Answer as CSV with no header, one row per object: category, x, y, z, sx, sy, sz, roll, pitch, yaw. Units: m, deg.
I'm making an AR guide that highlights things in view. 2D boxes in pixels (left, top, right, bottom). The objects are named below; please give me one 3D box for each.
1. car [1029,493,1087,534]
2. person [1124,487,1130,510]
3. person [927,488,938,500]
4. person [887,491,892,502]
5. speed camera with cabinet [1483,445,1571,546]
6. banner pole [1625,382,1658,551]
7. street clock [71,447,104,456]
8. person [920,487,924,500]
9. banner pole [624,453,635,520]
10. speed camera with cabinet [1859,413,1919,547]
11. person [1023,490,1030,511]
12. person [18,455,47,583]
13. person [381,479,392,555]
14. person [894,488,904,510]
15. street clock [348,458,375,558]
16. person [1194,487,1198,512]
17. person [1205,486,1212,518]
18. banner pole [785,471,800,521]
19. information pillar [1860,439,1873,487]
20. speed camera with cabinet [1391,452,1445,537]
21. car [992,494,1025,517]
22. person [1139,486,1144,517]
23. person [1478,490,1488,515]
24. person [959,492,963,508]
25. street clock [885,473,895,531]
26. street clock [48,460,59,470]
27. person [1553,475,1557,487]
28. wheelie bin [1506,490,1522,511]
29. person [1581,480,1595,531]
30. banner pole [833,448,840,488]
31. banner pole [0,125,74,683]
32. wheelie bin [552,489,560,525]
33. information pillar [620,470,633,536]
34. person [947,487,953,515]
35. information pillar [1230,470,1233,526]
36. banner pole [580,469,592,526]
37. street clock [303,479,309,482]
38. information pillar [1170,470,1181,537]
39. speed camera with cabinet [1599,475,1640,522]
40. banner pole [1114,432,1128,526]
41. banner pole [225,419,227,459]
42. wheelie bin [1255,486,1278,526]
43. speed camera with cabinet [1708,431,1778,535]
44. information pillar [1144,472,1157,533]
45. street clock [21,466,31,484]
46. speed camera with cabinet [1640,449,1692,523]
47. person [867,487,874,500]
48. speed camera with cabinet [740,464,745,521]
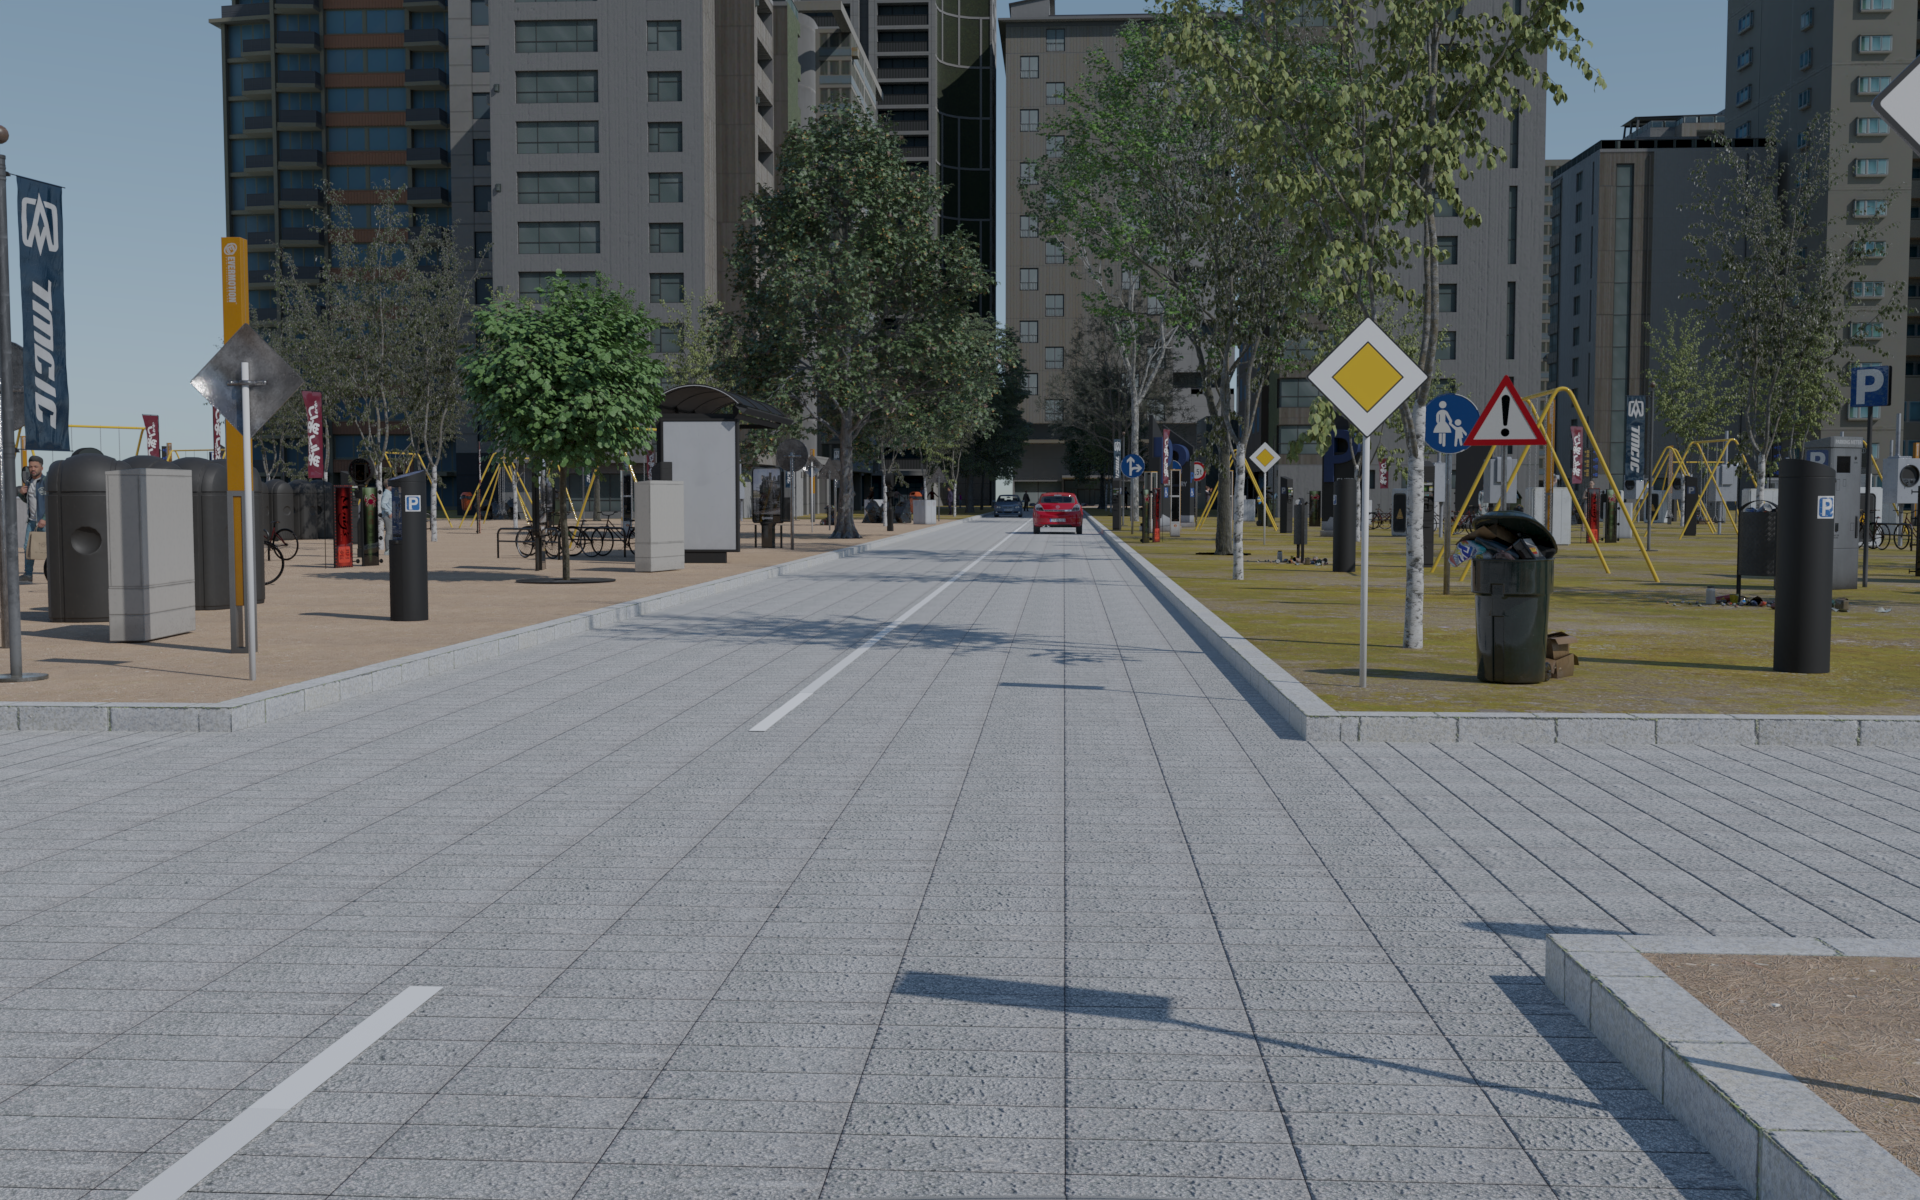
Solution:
car,3.590,-3.329,63.468,2.155,1.783,4.494,0,4,3
person,13.419,-8.233,140.276,1.348,1.869,0.705,-2,4,-24
person,-2.245,-8.290,141.551,1.348,1.831,0.705,-3,5,-41
person,-4.613,-6.424,111.600,0.721,1.766,1.217,-1,4,-18
speed camera with cabinet,14.174,-2.993,43.267,2.038,3.252,0.660,0,4,-1
banner pole,15.239,-2.980,38.742,0.863,3.779,0.401,-1,4,-11
street clock,-13.538,-1.368,26.939,0.358,2.002,0.471,3,5,44
person,-2.947,-7.692,131.668,0.709,1.838,0.599,3,5,40
banner pole,-16.425,-5.866,85.926,0.863,3.779,0.401,3,5,43
speed camera with cabinet,22.385,-2.931,42.264,2.038,3.252,0.660,-1,4,-11
person,5.518,-8.235,143.688,0.434,1.755,0.990,-2,4,-35
person,-12.979,-1.127,24.460,0.794,1.824,0.713,3,4,39
person,-11.990,-1.743,36.356,0.330,1.601,0.589,0,4,-4
person,-5.029,-7.966,136.990,1.217,1.736,0.721,0,4,6
street clock,-12.042,-1.854,34.889,0.471,2.002,0.358,0,4,-2
person,16.848,-7.259,124.599,0.709,1.838,0.599,3,5,44
person,13.602,-5.358,94.456,0.445,1.727,0.742,-2,4,-31
banner pole,-8.109,-5.722,83.564,0.863,3.779,0.401,-3,5,-43
information pillar,37.133,-4.875,71.056,0.183,3.616,0.504,-3,4,-37
speed camera with cabinet,13.760,-3.520,51.890,0.660,3.252,2.038,-1,4,-21
car,3.036,-5.889,108.286,2.014,1.417,4.499,0,4,3
person,10.335,-5.561,96.948,0.705,1.826,1.348,-3,4,-37
person,18.541,-3.309,61.143,0.512,1.701,0.522,0,4,0
person,0.094,-9.035,156.996,0.599,1.433,0.991,1,4,21
street clock,-2.405,-3.369,59.655,0.358,2.002,0.471,1,4,18
street clock,-19.009,-1.965,36.702,0.471,2.002,0.358,-3,5,-40
person,17.671,-2.811,51.868,0.638,1.841,0.748,-3,4,-37
wheelie bin,26.129,-4.521,81.820,0.693,1.594,0.980,0,4,-2
person,21.708,-3.261,59.708,0.599,1.781,0.374,0,4,-6
banner pole,-5.825,-5.703,83.258,0.401,3.779,0.863,-3,5,-41
banner pole,-6.480,-1.349,12.078,0.401,3.779,0.863,1,4,10
wheelie bin,-16.755,-3.862,71.056,0.693,1.594,0.980,-2,4,-34
information pillar,-10.151,-2.949,52.709,0.304,2.012,0.304,-1,4,-21
person,-0.627,-6.056,105.972,0.530,1.710,0.541,3,4,37
information pillar,8.276,-3.008,53.665,0.304,2.012,0.304,0,4,-2
banner pole,-15.308,-4.949,70.936,0.401,3.779,0.863,1,4,20
street clock,-30.767,-4.693,81.303,0.471,2.002,0.358,3,5,39
information pillar,6.451,-2.901,51.926,0.304,2.012,0.304,0,4,3
speed camera with cabinet,30.326,-5.208,79.481,0.660,3.252,2.038,-2,4,-32
banner pole,6.409,-4.859,69.469,0.401,3.779,0.863,3,5,43
banner pole,-21.509,-3.719,50.818,0.401,3.779,0.863,-2,4,-27
wheelie bin,12.244,-3.741,69.066,0.693,1.594,0.980,3,5,39
speed camera with cabinet,24.674,-3.678,54.470,2.038,3.252,0.660,0,3,0
information pillar,6.239,-3.192,56.678,0.304,2.012,0.304,-3,5,-44
street clock,-24.020,-2.459,44.770,0.471,2.002,0.358,3,4,37
speed camera with cabinet,31.052,-4.993,75.975,0.660,3.252,2.038,-2,4,-31
person,-5.859,-6.510,112.998,0.721,1.766,1.217,1,4,14
speed camera with cabinet,-10.993,-5.433,83.169,0.660,3.252,2.038,-2,4,-30
